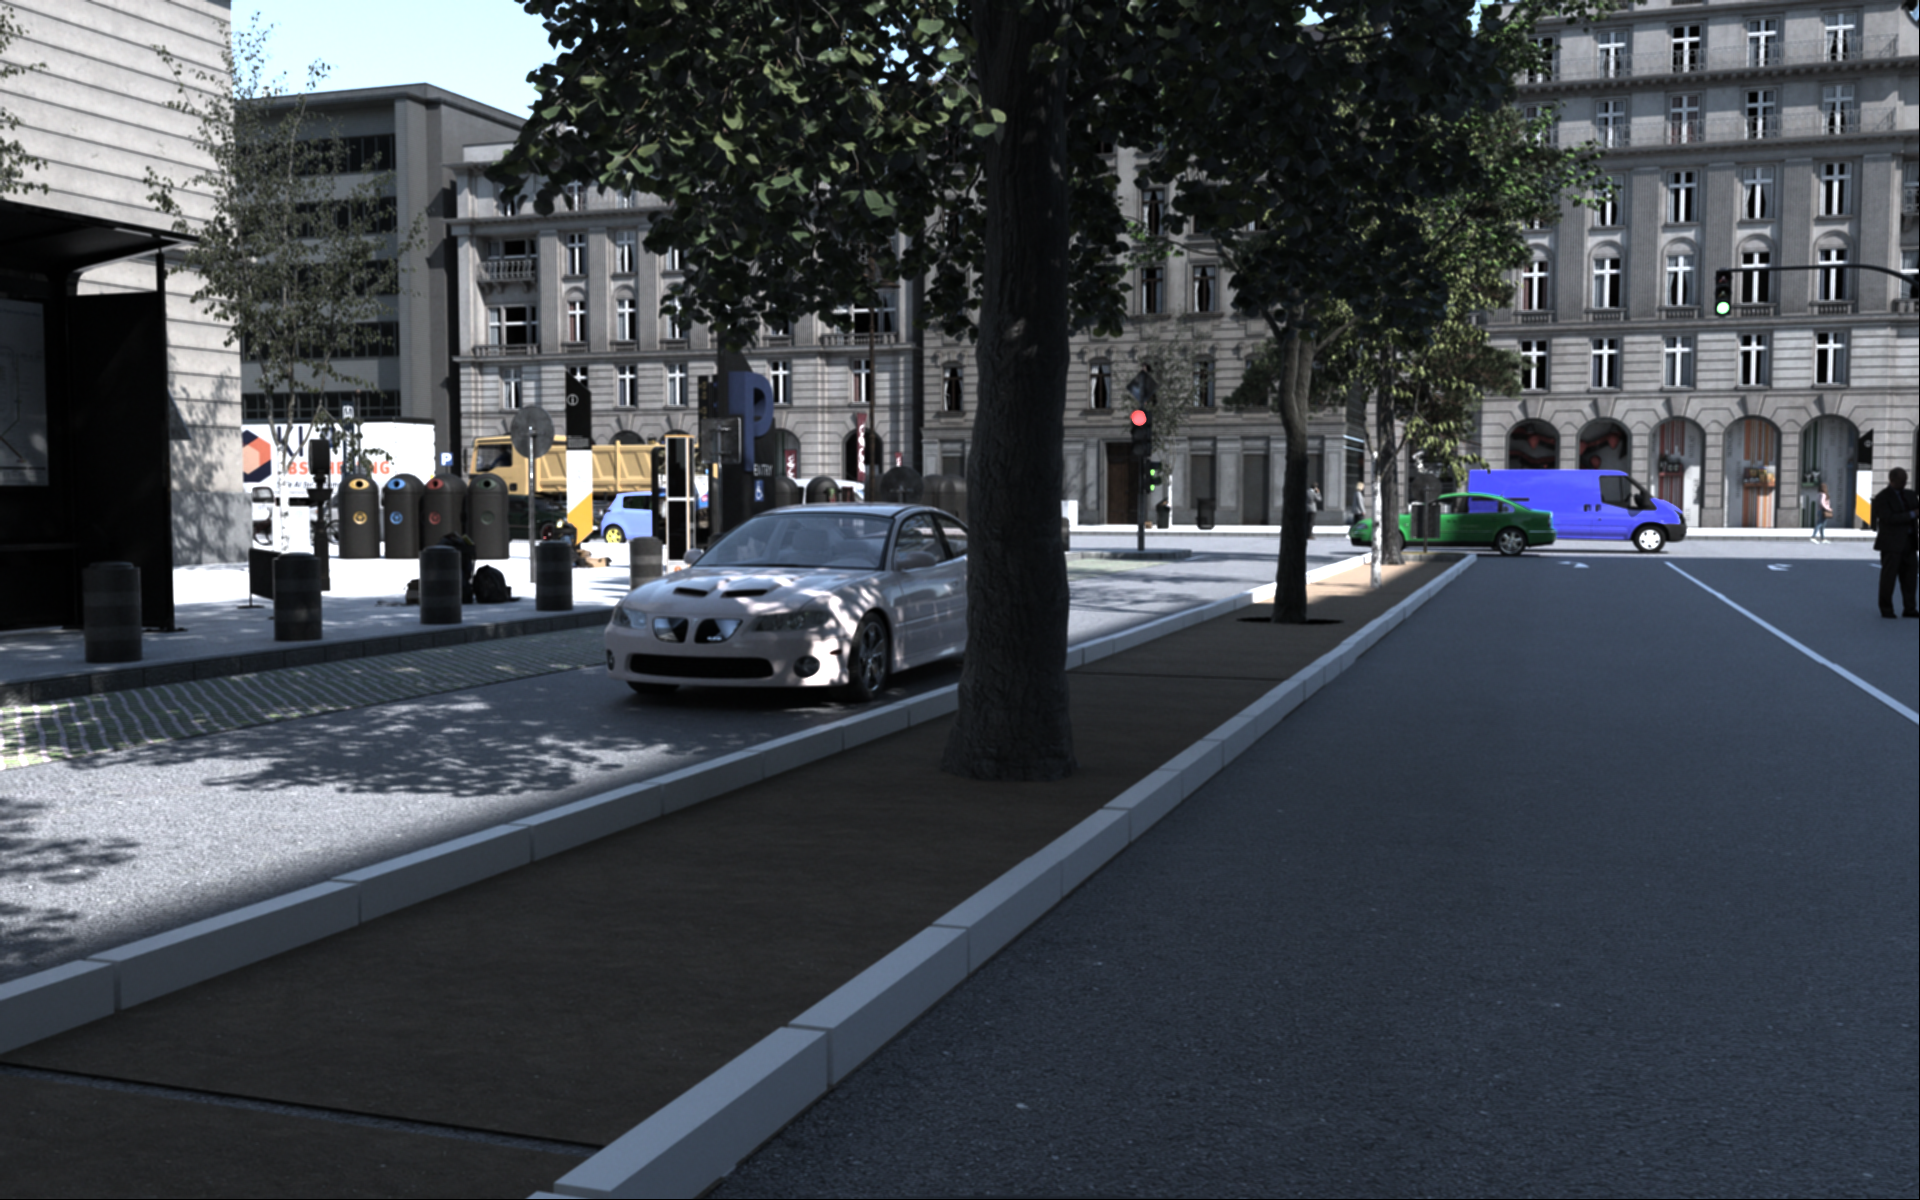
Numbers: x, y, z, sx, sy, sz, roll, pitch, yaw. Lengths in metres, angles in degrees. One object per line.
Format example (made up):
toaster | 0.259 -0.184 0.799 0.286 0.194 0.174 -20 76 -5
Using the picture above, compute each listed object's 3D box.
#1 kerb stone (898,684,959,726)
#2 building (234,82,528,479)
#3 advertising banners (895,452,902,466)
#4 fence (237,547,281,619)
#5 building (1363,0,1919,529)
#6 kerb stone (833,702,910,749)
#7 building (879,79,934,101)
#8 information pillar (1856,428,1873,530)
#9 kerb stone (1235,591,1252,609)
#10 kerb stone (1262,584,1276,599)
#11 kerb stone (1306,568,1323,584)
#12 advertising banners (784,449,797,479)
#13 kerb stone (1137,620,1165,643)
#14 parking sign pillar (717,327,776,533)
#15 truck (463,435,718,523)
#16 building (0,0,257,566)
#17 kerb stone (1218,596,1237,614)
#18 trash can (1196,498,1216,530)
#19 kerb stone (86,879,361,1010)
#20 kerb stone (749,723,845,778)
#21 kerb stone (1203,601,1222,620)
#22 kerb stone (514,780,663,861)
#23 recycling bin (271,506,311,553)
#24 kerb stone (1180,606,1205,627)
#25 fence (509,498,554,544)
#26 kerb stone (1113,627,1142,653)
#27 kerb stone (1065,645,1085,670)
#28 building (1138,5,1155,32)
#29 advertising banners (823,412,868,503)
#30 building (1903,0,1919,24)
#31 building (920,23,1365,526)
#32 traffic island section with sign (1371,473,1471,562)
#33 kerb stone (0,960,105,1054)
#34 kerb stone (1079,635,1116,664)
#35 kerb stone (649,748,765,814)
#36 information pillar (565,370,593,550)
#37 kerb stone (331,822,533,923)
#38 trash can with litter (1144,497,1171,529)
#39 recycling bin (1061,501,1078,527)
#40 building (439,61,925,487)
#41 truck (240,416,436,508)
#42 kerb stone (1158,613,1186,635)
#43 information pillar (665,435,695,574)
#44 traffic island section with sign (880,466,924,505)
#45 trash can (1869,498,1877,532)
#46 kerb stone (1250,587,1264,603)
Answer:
kerb stone | -0.200 0.683 11.086 0.120 0.150 1.000 1 4 19
building | -37.106 -16.768 93.216 30.058 24.678 14.314 1 4 19
advertising banners | -2.163 -4.691 72.890 0.090 3.025 2.074 2 4 32
fence | -7.489 -0.202 18.673 0.278 0.683 2.069 -2 4 -31
building | 28.934 -13.980 70.377 24.055 21.916 13.314 1 4 19
kerb stone | -0.538 0.745 10.119 0.120 0.150 1.000 1 4 19
building | -4.407 -32.525 186.400 28.867 44.769 22.147 1 4 19
information pillar | 32.101 -4.288 61.459 0.504 3.616 0.183 1 4 20
kerb stone | 3.487 0.027 21.758 0.120 0.150 1.000 1 4 19
kerb stone | 4.145 -0.090 23.699 0.120 0.150 1.000 1 4 19
kerb stone | 5.821 -0.388 28.545 0.120 0.150 1.000 1 4 19
advertising banners | -5.906 -4.384 67.867 2.074 3.025 0.090 1 4 15
kerb stone | 1.811 0.329 16.912 0.120 0.150 1.000 1 4 19
parking sign pillar | -3.435 -2.416 27.978 1.447 3.967 1.447 1 4 18
truck | -12.032 -3.700 56.413 9.791 3.379 3.469 1 4 20
building | -25.839 -14.808 29.496 23.554 28.519 14.401 1 4 19
kerb stone | 3.146 0.086 20.788 0.120 0.150 1.000 1 4 19
trash can | 8.809 -3.081 62.035 0.748 1.137 0.748 0 3 0
kerb stone | -2.206 1.039 5.263 0.120 0.150 1.000 1 4 19
kerb stone | -0.873 0.799 9.150 0.120 0.150 1.000 1 4 19
kerb stone | 2.814 0.151 19.819 0.120 0.150 1.000 1 4 19
kerb stone | -1.542 0.917 7.202 0.120 0.150 1.000 1 4 19
recycling bin | -13.758 -1.411 35.630 0.722 1.027 0.722 -1 4 -19
kerb stone | 2.478 0.205 18.851 0.120 0.150 1.000 1 4 19
fence | -10.807 -1.901 42.283 2.264 1.192 0.480 2 4 23
kerb stone | 1.482 0.389 15.942 0.120 0.150 1.000 1 4 19
kerb stone | 0.801 0.502 14.007 0.120 0.150 1.000 1 4 19
building | 16.734 -29.780 137.021 14.600 45.320 14.200 1 4 19
advertising banners | -2.390 -2.471 36.596 0.090 3.025 2.074 1 4 22
building | 117.030 -55.073 213.117 31.000 86.520 22.319 1 4 19
building | 8.299 -13.842 75.464 18.267 20.994 9.793 1 4 19
traffic island section with sign | 9.993 -1.786 37.343 2.006 1.907 1.989 1 4 19
kerb stone | -2.537 1.098 4.291 0.120 0.150 1.000 1 4 19
kerb stone | 1.146 0.442 14.972 0.120 0.150 1.000 1 4 19
kerb stone | -1.204 0.860 8.177 0.120 0.150 1.000 1 4 19
information pillar | -7.221 -2.534 32.782 0.504 3.616 0.183 0 4 6
kerb stone | -1.880 0.976 6.235 0.120 0.150 1.000 1 4 19
trash can with litter | 7.204 -3.187 63.498 1.055 1.170 0.624 0 4 6
recycling bin | 4.113 -3.356 67.421 0.722 1.027 0.722 2 4 29
building | -11.054 -14.826 84.211 24.055 21.916 13.314 1 4 19
truck | -25.186 -4.670 65.272 11.283 4.237 2.839 1 4 20
kerb stone | 2.144 0.266 17.883 0.120 0.150 1.000 1 4 19
information pillar | -3.512 -1.056 21.759 0.304 2.012 0.304 0 4 6
traffic island section with sign | -0.959 -0.911 23.526 1.989 1.847 2.006 1 4 19
trash can | 31.430 -2.904 59.131 0.748 1.137 0.748 0 3 0
kerb stone | 3.813 -0.033 22.729 0.120 0.150 1.000 1 4 19
